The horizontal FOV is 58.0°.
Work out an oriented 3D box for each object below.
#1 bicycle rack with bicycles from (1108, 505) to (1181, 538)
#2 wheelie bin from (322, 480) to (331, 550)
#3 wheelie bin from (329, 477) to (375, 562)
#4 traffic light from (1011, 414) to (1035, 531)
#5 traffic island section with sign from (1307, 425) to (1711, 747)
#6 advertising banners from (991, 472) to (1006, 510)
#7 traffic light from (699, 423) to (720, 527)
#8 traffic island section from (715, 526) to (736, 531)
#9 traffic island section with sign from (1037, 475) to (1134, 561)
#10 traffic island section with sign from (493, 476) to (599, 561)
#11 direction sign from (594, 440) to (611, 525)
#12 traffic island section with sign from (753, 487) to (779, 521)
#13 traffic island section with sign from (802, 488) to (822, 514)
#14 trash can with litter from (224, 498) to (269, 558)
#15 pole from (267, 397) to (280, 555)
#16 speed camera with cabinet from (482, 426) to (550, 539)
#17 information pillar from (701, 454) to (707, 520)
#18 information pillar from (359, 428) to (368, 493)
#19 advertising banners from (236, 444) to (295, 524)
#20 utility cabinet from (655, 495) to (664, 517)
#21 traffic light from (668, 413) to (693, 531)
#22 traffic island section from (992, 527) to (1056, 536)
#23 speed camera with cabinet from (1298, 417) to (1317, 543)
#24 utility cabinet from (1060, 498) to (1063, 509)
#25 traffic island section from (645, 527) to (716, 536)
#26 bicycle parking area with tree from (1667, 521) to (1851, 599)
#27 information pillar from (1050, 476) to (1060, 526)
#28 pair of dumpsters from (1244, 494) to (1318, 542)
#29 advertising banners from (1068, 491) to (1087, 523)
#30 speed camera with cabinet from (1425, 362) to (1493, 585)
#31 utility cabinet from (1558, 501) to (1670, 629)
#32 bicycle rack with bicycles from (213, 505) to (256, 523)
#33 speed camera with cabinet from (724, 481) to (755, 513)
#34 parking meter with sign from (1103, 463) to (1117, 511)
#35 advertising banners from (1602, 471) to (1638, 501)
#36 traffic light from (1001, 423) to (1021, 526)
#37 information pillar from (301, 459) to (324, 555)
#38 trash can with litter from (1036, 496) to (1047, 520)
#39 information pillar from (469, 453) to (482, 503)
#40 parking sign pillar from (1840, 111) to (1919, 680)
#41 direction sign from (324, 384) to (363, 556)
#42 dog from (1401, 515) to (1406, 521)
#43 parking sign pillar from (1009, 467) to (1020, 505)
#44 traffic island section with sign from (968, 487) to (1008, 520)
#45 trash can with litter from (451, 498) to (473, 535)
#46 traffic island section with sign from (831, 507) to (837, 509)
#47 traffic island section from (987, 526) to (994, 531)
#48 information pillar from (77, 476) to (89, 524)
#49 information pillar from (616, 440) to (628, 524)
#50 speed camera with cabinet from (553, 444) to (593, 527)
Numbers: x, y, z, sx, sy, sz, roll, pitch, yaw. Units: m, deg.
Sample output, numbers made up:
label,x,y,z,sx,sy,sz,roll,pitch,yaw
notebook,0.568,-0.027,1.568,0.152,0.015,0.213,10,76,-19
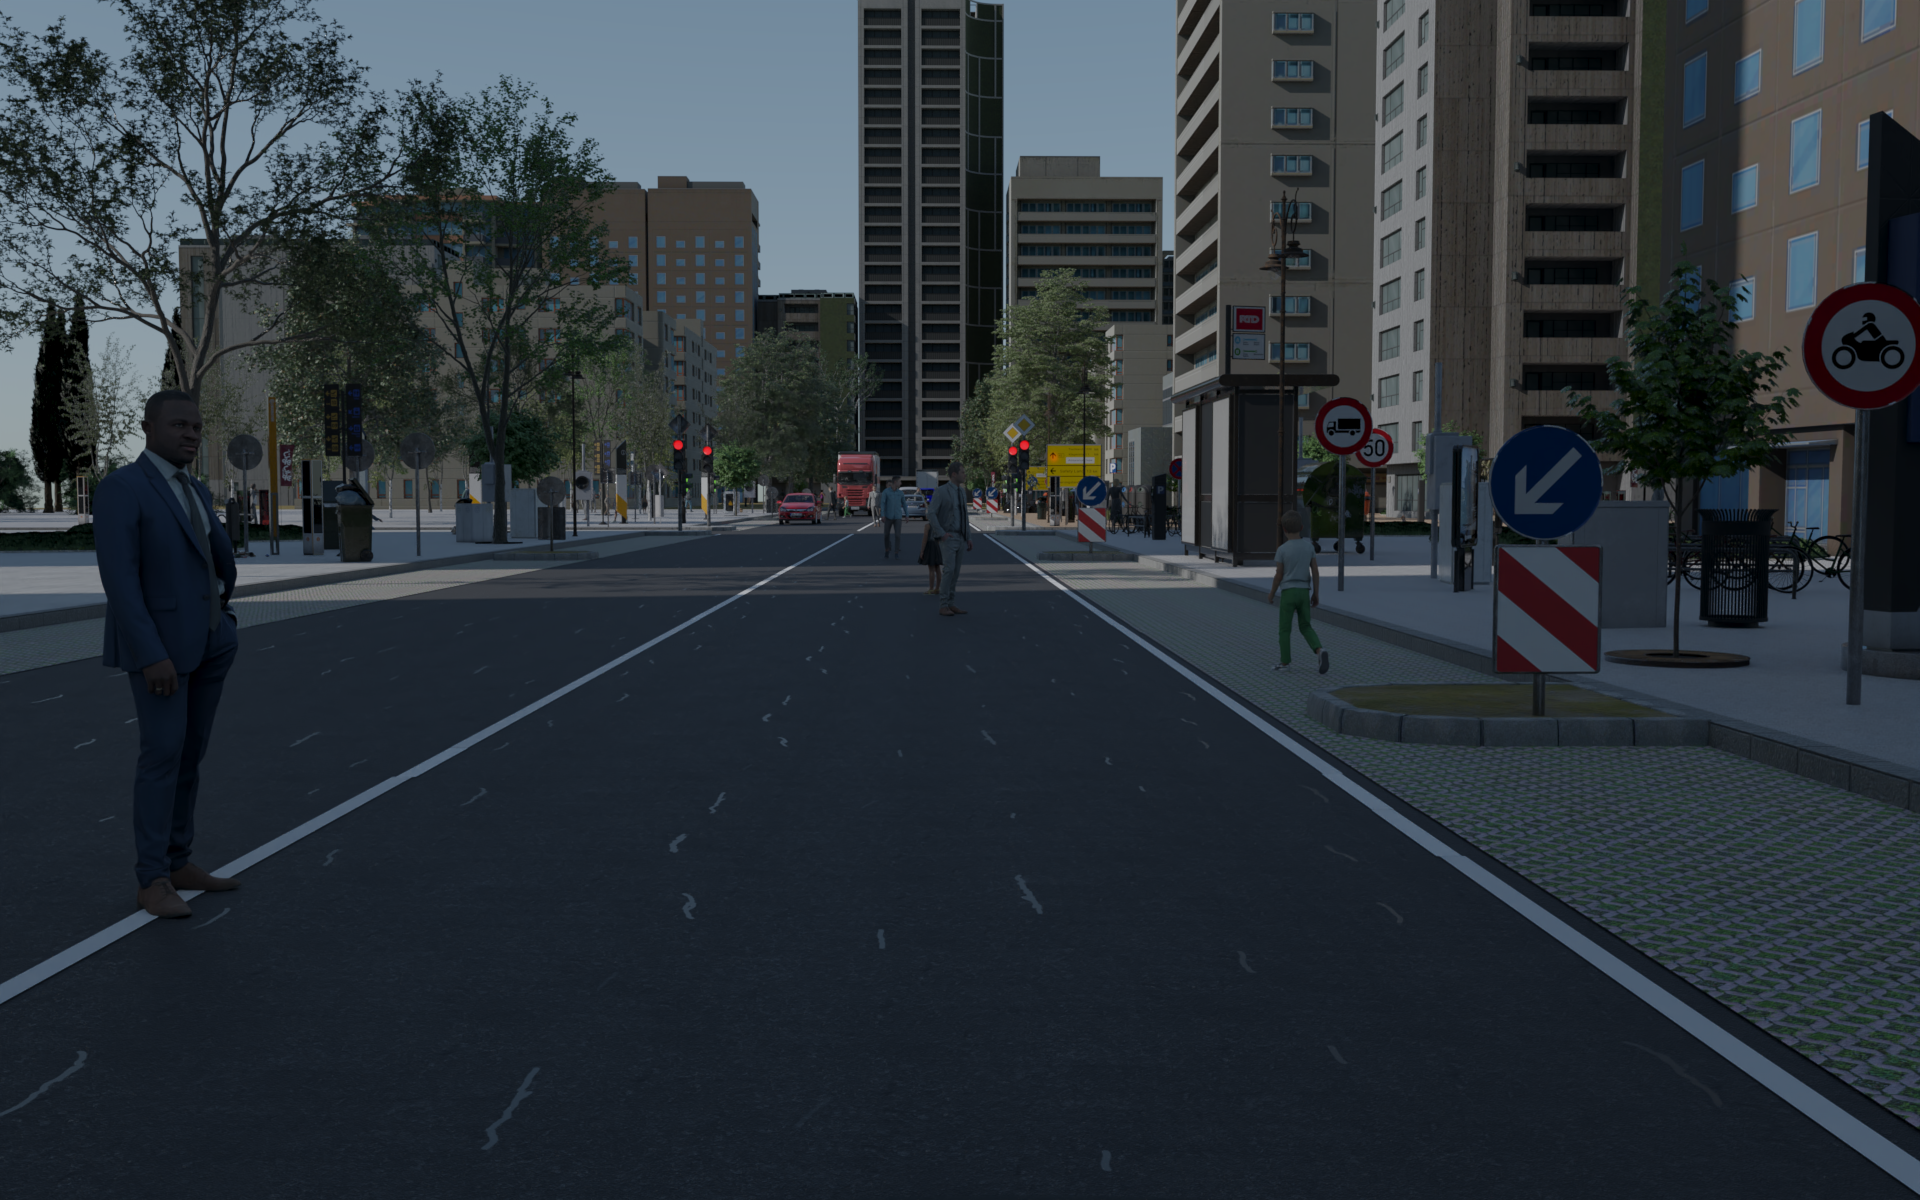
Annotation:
label,x,y,z,sx,sy,sz,roll,pitch,yaw
bicycle rack with bicycles,5.990,-2.580,55.558,2.925,0.926,2.852,-2,4,-30
wheelie bin,-14.608,-1.977,40.238,0.980,1.594,0.693,-2,4,-24
wheelie bin,-11.474,-1.523,32.817,0.693,1.594,0.980,-2,4,-25
traffic light,2.217,-4.381,60.546,0.839,4.253,0.868,0,4,-1
traffic island section with sign,3.239,-0.127,10.709,1.989,1.847,2.006,0,4,-1
advertising banners,3.036,-8.547,135.926,0.090,3.025,2.074,-2,4,-34
traffic light,-9.897,-4.854,68.282,0.839,4.253,0.868,0,4,-1
traffic island section,-9.937,-2.822,68.416,2.009,0.180,2.903,0,4,-1
traffic island section with sign,2.694,-1.786,37.833,1.989,1.847,2.006,0,4,-1
traffic island section with sign,-9.022,-1.798,38.018,1.989,1.847,2.006,0,4,-1
direction sign,-14.937,-4.917,72.389,0.876,3.537,0.379,2,4,28
traffic island section with sign,-10.108,-5.194,93.542,1.989,1.847,2.006,0,4,-1
traffic island section with sign,-10.628,-6.842,120.492,1.989,1.847,2.006,0,4,-1
trash can with litter,-14.865,-1.462,34.959,1.678,1.210,2.233,-1,4,-13
pole,-14.461,-2.606,36.455,0.158,3.312,0.155,0,3,0
speed camera with cabinet,-12.997,-3.438,50.546,2.038,3.252,0.660,2,4,28
information pillar,-12.740,-5.831,86.697,0.504,3.616,0.183,3,4,38
information pillar,-19.895,-4.059,57.723,0.183,3.616,0.504,-3,5,-44
advertising banners,-24.153,-3.915,60.197,2.074,3.025,0.090,-3,4,-36
utility cabinet,-17.140,-5.321,98.166,0.306,1.237,1.020,-3,4,-39
traffic light,-9.742,-4.366,60.298,0.839,4.253,0.868,0,4,-1
traffic island section,2.257,-2.347,60.661,2.009,0.180,2.903,0,4,-1
speed camera with cabinet,8.798,-3.031,43.899,0.660,3.252,2.038,1,4,13
utility cabinet,6.995,-6.964,125.022,1.020,1.237,0.306,0,4,-4
traffic island section,-9.782,-2.333,60.432,2.009,0.180,2.903,0,4,-1
bicycle parking area with tree,12.986,-2.230,23.464,9.016,4.147,8.231,3,5,39
information pillar,3.794,-3.961,69.262,0.304,2.012,0.304,3,4,38
pair of dumpsters,8.783,-2.758,47.583,1.574,2.255,4.437,0,4,-1
advertising banners,5.523,-4.998,77.905,2.074,3.025,0.090,-3,5,-40
speed camera with cabinet,7.329,-1.902,25.429,0.660,3.252,2.038,0,4,4
utility cabinet,6.273,-0.336,16.662,1.020,1.237,0.306,-1,4,-11
bicycle rack with bicycles,-24.552,-2.681,57.220,2.852,0.926,2.925,-3,4,-38
speed camera with cabinet,-14.760,-7.436,115.910,2.038,3.252,0.660,0,4,4
parking meter with sign,7.949,-6.151,96.832,1.738,3.016,0.543,-3,4,-37
advertising banners,27.154,-4.588,71.198,2.074,3.025,0.090,-1,4,-22
traffic light,2.061,-4.869,68.530,0.839,4.253,0.868,0,4,-1
information pillar,-13.598,-1.950,36.378,0.304,2.012,0.304,2,4,27
trash can with litter,4.023,-4.619,86.912,0.624,1.170,1.055,0,4,-7
information pillar,-19.694,-4.837,70.436,0.504,3.616,0.183,0,4,5
parking sign pillar,7.124,-1.457,12.300,1.447,3.967,1.447,0,4,-8
direction sign,-12.680,-2.671,35.668,0.876,3.537,0.379,1,4,17
dog,19.169,-3.470,74.472,0.748,0.427,0.550,-2,4,-30
parking sign pillar,3.863,-8.266,123.624,1.447,3.967,1.447,-1,4,-17
traffic island section with sign,1.600,-5.242,94.333,1.989,1.847,2.006,0,4,-1
trash can with litter,-15.804,-2.649,54.704,0.624,1.170,1.055,-3,4,-39
traffic island section with sign,-11.599,-9.880,170.162,1.989,1.847,2.006,0,4,-1
traffic island section,2.102,-2.836,68.645,2.009,0.180,2.903,0,4,-1
information pillar,-36.375,-4.120,71.846,0.304,2.012,0.304,0,4,5
information pillar,-14.520,-5.074,74.320,0.504,3.616,0.183,-3,5,-39
speed camera with cabinet,-15.509,-4.512,68.103,2.038,3.252,0.660,0,4,-3
